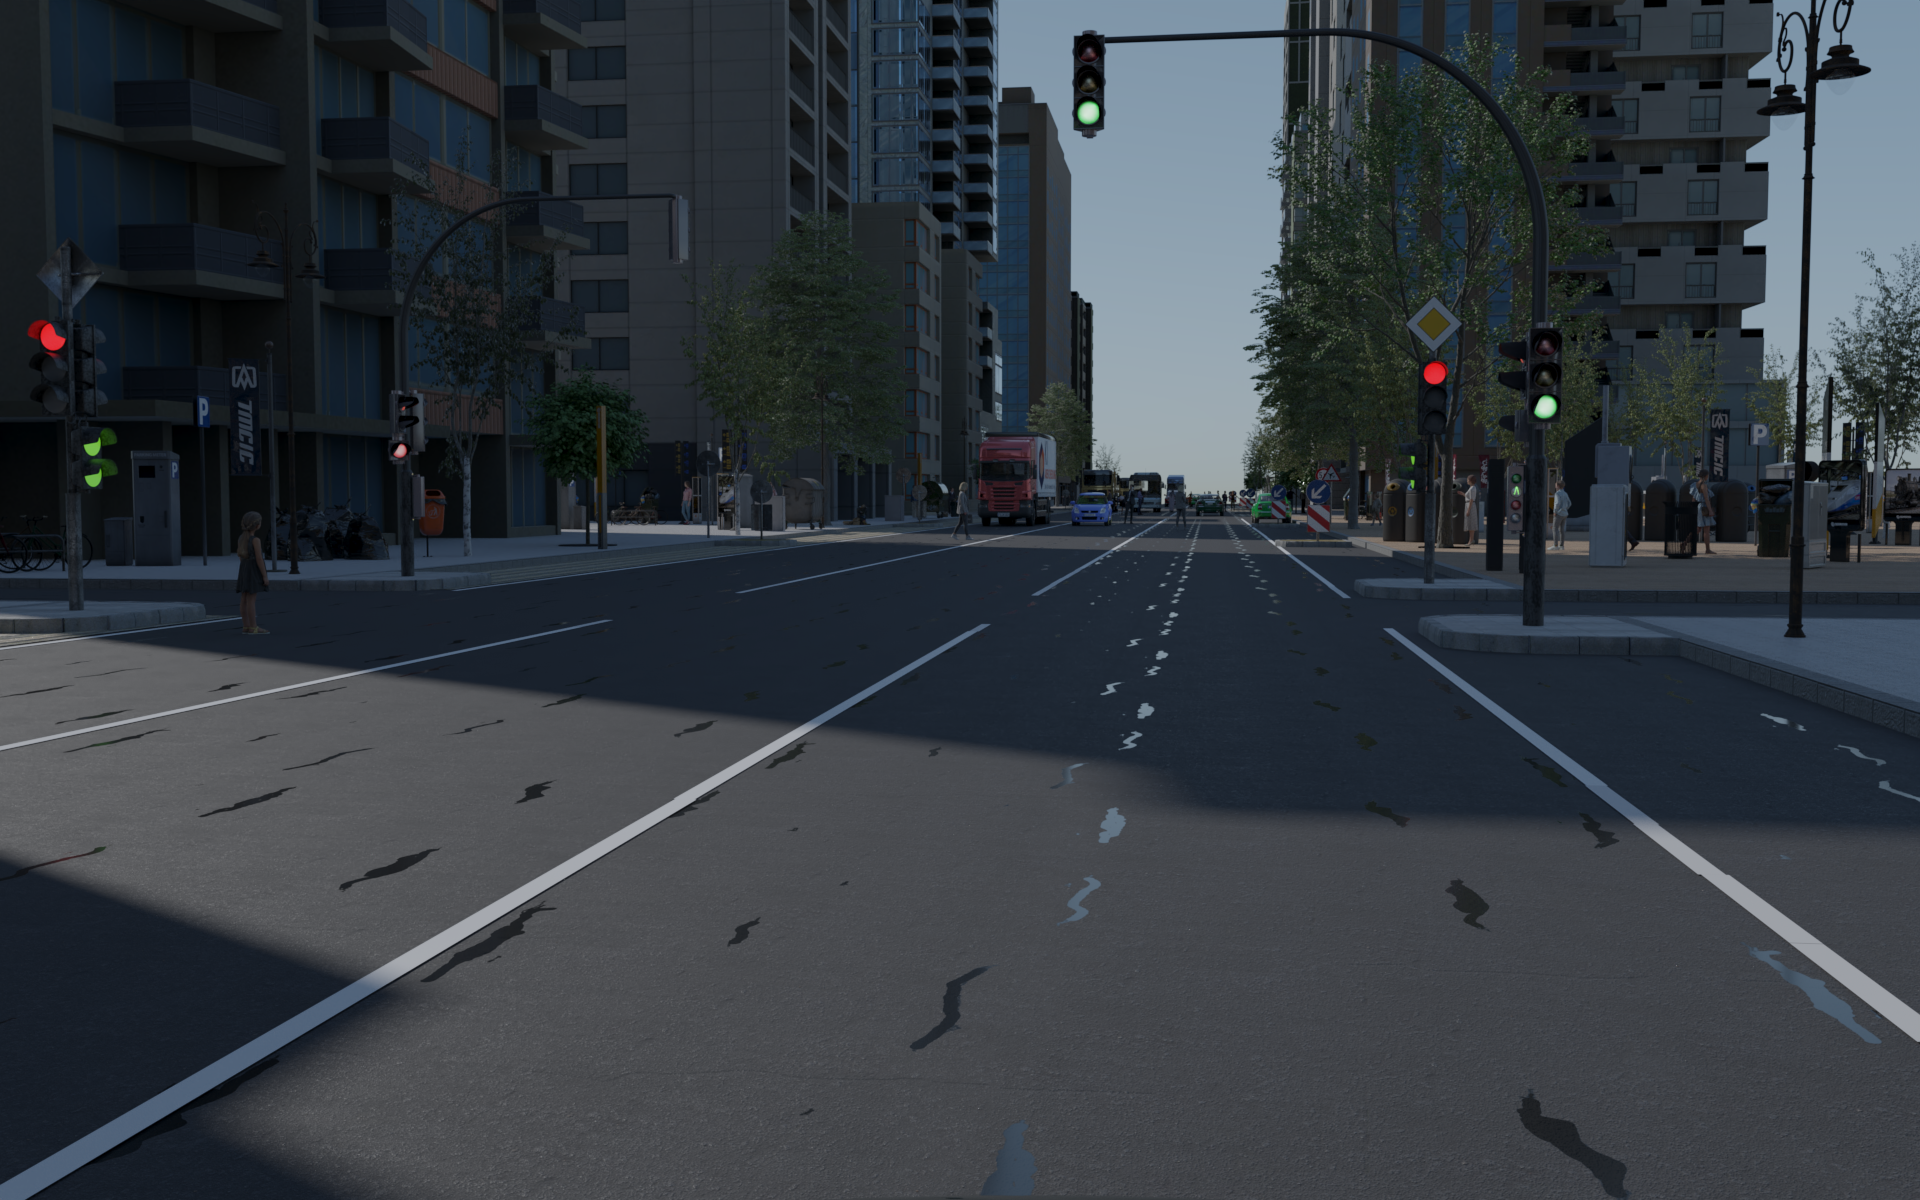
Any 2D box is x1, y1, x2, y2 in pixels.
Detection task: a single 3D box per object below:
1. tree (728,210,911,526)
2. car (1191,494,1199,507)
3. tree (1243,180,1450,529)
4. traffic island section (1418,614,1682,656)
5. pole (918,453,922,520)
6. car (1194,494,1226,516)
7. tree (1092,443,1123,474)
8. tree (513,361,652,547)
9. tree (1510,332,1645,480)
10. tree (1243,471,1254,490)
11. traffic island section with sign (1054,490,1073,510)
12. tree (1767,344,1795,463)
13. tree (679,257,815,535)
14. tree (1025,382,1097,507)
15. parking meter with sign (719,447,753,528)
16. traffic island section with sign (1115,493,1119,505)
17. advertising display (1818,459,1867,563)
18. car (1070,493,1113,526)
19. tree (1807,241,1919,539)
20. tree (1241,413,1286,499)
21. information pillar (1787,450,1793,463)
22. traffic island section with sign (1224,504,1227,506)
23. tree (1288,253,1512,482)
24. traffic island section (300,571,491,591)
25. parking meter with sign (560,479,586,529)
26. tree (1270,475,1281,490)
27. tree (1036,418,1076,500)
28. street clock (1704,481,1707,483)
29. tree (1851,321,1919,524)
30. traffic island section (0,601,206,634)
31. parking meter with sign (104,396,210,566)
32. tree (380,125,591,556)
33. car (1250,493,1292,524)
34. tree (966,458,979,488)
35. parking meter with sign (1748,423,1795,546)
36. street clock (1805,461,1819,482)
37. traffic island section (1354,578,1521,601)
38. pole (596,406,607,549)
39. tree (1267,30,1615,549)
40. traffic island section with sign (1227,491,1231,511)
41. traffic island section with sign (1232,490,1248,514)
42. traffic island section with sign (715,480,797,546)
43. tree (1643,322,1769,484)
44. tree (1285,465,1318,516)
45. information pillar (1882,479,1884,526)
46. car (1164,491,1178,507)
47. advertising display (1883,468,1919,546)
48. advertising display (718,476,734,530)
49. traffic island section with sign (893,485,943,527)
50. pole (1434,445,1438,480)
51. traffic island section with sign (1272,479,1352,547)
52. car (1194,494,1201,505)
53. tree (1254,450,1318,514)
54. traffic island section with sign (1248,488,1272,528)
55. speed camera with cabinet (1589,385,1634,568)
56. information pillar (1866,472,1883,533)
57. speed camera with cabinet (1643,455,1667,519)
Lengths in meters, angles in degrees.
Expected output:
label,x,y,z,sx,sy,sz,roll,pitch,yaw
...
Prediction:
label,x,y,z,sx,sy,sz,roll,pitch,yaw
tree,-5.868,-9.290,70.014,7.486,12.596,7.792,0,3,0
car,26.627,-11.308,193.686,1.959,1.807,4.718,1,4,10
tree,14.009,-8.874,63.212,7.486,12.596,7.792,0,3,0
traffic island section,5.611,0.327,16.927,2.009,0.180,2.903,1,4,8
pole,-1.995,-5.620,85.728,0.158,3.312,0.155,0,3,0
car,16.565,-6.299,114.789,2.131,1.459,4.920,0,4,8
tree,21.164,-18.284,249.300,4.360,8.622,3.978,0,3,0
tree,-9.305,-3.612,42.766,4.285,4.588,4.351,0,3,0
tree,24.868,-7.431,71.857,4.737,8.622,4.395,0,3,0
tree,36.189,-13.989,212.432,4.285,4.588,4.351,0,3,0
traffic island section with sign,9.322,-8.777,152.138,1.989,1.847,2.006,1,4,8
tree,40.638,-8.236,85.020,4.737,8.622,4.395,0,3,0
tree,-6.848,-6.327,53.803,4.737,8.622,4.395,0,3,0
tree,10.261,-15.731,175.325,7.486,12.596,7.792,0,3,0
parking meter with sign,-8.174,-4.219,65.244,1.738,3.016,0.543,-2,4,-35
traffic island section with sign,21.145,-13.814,234.479,1.989,1.847,2.006,1,4,8
advertising display,16.635,-1.681,32.700,0.123,1.923,0.974,-1,4,-23
car,6.024,-4.248,79.045,1.945,1.707,3.694,0,4,8
tree,26.771,-6.091,49.954,4.360,8.622,3.978,0,3,0
tree,27.730,-12.440,153.756,4.737,8.622,4.395,0,3,0
information pillar,43.656,-6.101,91.112,0.504,3.616,0.183,-1,4,-23
traffic island section with sign,32.173,-11.962,204.202,1.989,1.847,2.006,1,4,8
tree,13.115,-6.220,52.053,4.737,8.622,4.395,0,3,0
traffic island section,-8.638,-0.291,27.036,2.009,0.180,2.903,1,4,8
parking meter with sign,-14.433,-4.087,63.086,1.738,3.016,0.543,1,4,21
tree,27.672,-9.507,150.032,1.663,3.219,1.824,0,3,0
tree,8.953,-13.316,168.084,4.360,8.622,3.978,0,3,0
street clock,37.542,-5.085,87.708,0.471,2.002,0.358,-2,4,-25
tree,39.082,-7.556,73.905,4.737,8.622,4.395,0,3,0
traffic island section,-9.772,0.193,19.132,2.009,0.180,2.903,1,4,8
parking meter with sign,-14.346,-2.119,30.900,1.738,3.016,0.543,0,4,-3
tree,-10.031,-5.221,35.732,4.360,8.622,3.978,0,3,0
car,15.258,-4.658,84.958,1.959,1.807,4.718,0,4,7
tree,2.157,-8.342,120.100,4.285,4.588,4.351,0,3,0
parking meter with sign,19.918,-2.796,41.981,0.543,3.016,1.738,-1,4,-16
street clock,18.505,-2.037,37.875,0.358,2.002,0.471,-1,4,-23
traffic island section,6.746,-0.156,24.831,2.009,0.180,2.903,1,4,8
pole,-8.303,-2.832,40.143,0.158,3.312,0.155,0,3,0
tree,11.328,-7.020,40.540,9.928,11.665,9.643,0,3,0
traffic island section with sign,24.401,-8.651,150.070,1.989,1.847,2.006,1,4,8
traffic island section with sign,20.548,-7.009,123.220,1.989,1.847,2.006,1,4,8
traffic island section with sign,-5.605,-2.418,48.164,1.989,1.847,2.006,1,4,8
tree,30.539,-7.519,73.302,4.737,8.622,4.395,0,3,0
tree,20.756,-6.657,103.438,1.663,3.219,1.824,0,3,0
information pillar,36.254,-3.908,68.396,0.304,2.012,0.304,1,4,9
car,24.182,-11.427,195.503,2.281,1.827,5.304,1,4,9
advertising display,23.593,-2.328,43.269,0.123,1.923,0.974,-2,4,-34
advertising display,-8.229,-3.443,61.507,0.974,1.923,0.123,3,5,41
traffic island section with sign,-1.772,-4.050,74.847,1.989,1.847,2.006,1,4,8
pole,19.538,-4.727,71.122,0.158,3.312,0.155,0,3,0
traffic island section with sign,9.678,-2.379,47.527,1.989,1.847,2.006,1,4,8
car,22.111,-8.951,156.128,2.009,1.686,4.222,1,4,9
tree,21.746,-7.872,112.419,4.285,4.588,4.351,0,3,0
traffic island section with sign,13.513,-4.012,74.229,1.989,1.847,2.006,1,4,8
speed camera with cabinet,11.639,-2.237,30.903,0.660,3.252,2.038,2,4,24
information pillar,29.926,-3.197,56.766,0.304,2.012,0.304,1,4,12
speed camera with cabinet,35.217,-5.724,87.917,0.660,3.252,2.038,0,4,2
